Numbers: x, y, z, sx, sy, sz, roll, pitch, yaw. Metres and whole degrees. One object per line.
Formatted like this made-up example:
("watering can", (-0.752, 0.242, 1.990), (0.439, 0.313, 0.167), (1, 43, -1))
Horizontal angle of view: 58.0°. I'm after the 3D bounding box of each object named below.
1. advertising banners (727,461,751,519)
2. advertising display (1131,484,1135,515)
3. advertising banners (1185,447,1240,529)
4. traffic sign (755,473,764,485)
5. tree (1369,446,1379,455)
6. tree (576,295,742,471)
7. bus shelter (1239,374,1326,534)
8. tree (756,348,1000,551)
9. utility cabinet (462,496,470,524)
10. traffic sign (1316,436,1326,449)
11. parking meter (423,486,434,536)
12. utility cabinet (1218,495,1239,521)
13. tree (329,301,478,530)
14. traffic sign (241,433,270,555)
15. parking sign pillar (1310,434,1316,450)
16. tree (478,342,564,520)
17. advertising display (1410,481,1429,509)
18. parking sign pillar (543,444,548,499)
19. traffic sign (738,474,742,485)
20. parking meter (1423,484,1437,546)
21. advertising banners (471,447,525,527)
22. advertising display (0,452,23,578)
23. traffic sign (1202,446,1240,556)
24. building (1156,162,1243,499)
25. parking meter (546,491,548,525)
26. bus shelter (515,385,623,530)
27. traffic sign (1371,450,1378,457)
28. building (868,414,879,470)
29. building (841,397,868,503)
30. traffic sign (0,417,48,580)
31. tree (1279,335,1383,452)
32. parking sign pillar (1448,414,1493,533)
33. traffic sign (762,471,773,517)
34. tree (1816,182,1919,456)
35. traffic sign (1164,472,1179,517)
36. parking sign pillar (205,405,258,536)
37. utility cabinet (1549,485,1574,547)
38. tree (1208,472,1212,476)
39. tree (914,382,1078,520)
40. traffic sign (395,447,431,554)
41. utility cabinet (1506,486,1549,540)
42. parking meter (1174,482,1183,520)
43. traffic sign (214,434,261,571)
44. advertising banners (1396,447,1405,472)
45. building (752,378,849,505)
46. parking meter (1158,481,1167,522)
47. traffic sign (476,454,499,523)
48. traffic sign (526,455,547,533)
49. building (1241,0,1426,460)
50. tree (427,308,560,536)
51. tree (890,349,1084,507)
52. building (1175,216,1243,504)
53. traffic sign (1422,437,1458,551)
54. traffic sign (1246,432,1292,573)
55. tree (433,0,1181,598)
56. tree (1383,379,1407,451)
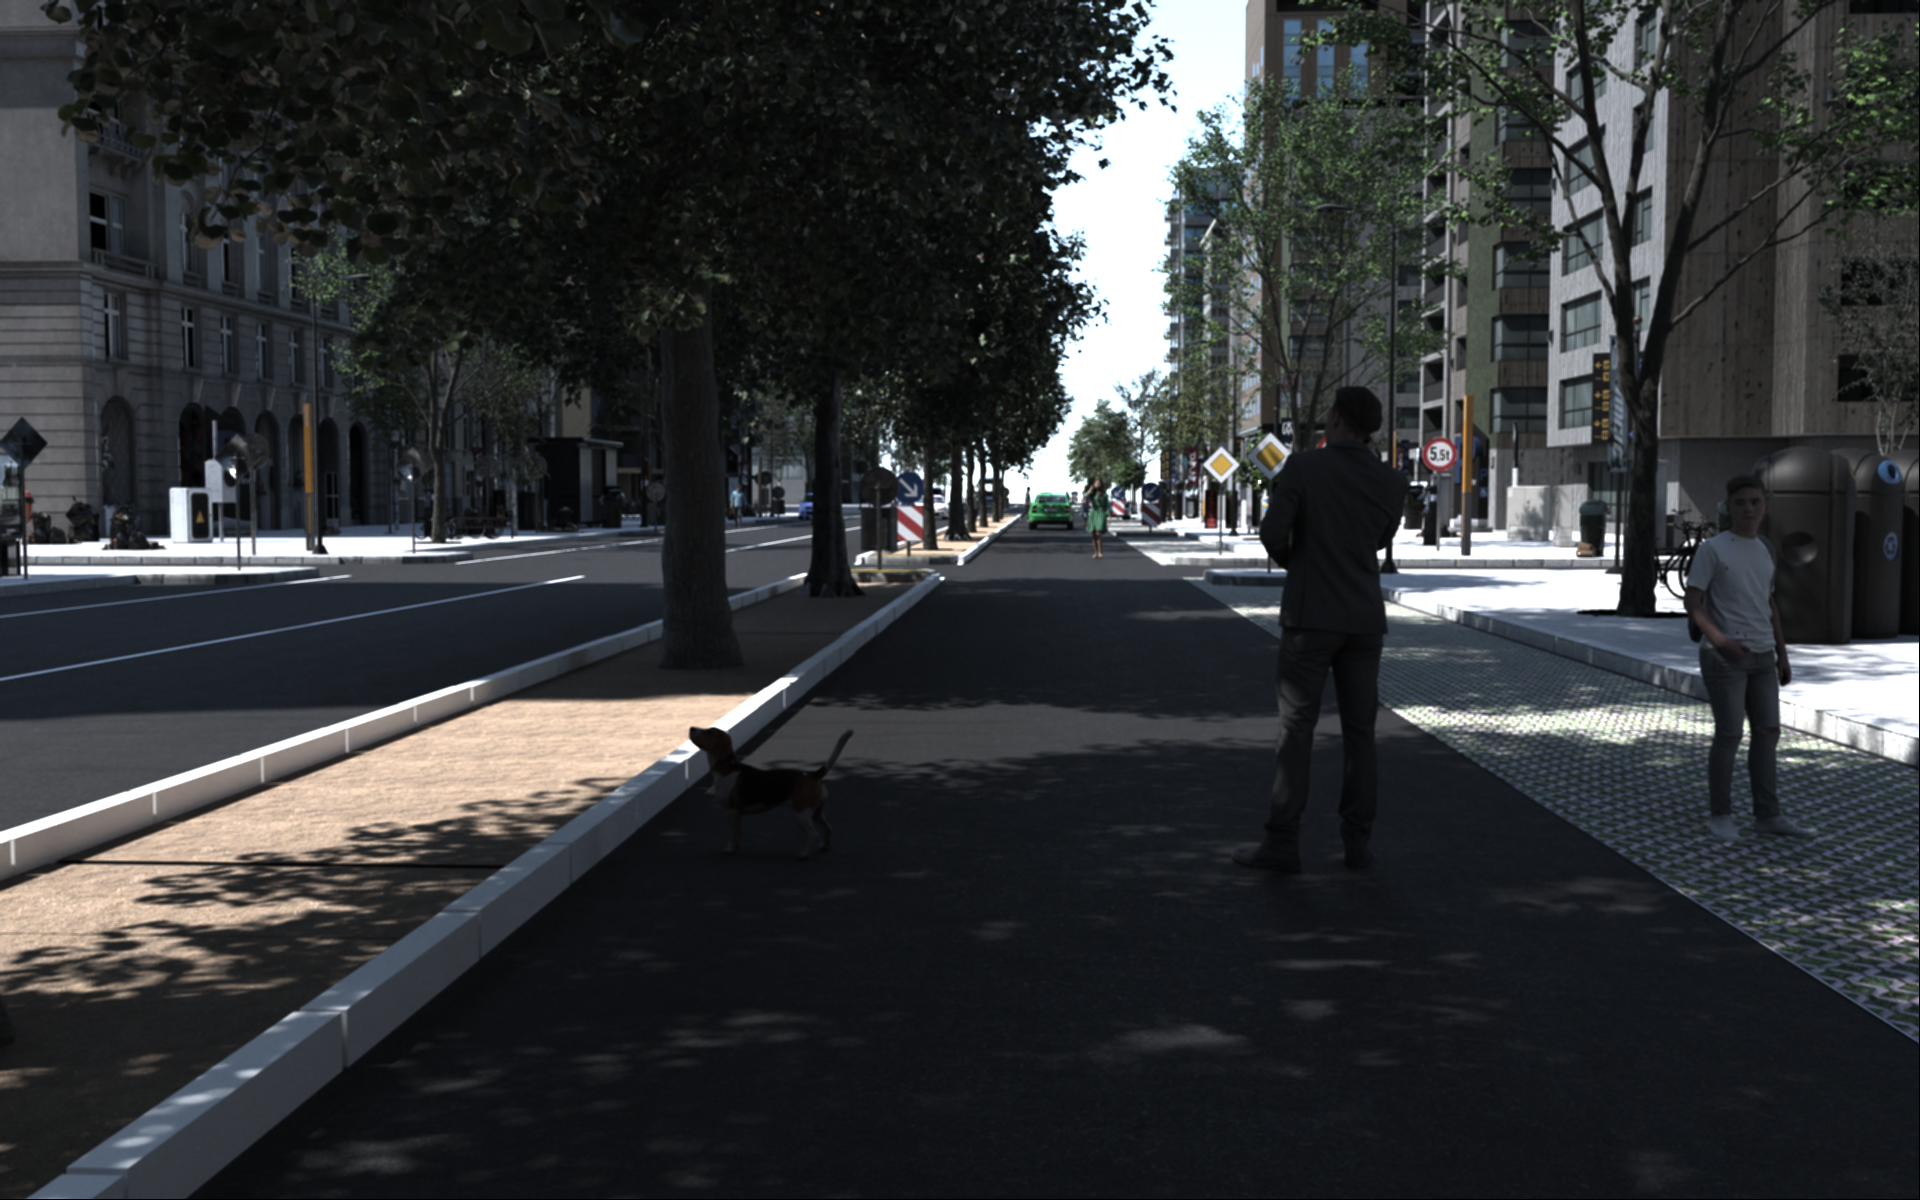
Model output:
("advertising banners", (-11.951, -5.760, 90.370), (2.074, 3.025, 0.090), (0, 4, -7))
("advertising display", (10.669, -6.230, 107.069), (0.123, 1.923, 0.974), (0, 4, -1))
("advertising banners", (9.337, -4.153, 64.094), (2.074, 3.025, 0.090), (0, 4, -1))
("traffic sign", (-11.646, -6.187, 101.257), (0.768, 2.556, 0.104), (1, 4, 12))
("tree", (14.670, -4.184, 63.002), (1.663, 3.219, 1.824), (0, 3, 0))
("tree", (-12.822, -8.610, 75.184), (7.601, 10.594, 8.767), (2, 4, 34))
("bus shelter", (10.224, -4.768, 55.594), (2.179, 5.291, 8.768), (0, 4, 3))
("tree", (-0.864, -7.064, 43.704), (9.928, 11.665, 9.643), (0, 3, 0))
("utility cabinet", (-20.992, -3.816, 73.549), (0.306, 1.237, 1.020), (-1, 4, -14))
("traffic sign", (7.848, -2.217, 36.353), (0.768, 2.556, 0.104), (1, 4, 9))
("parking meter", (-16.083, -2.702, 52.581), (0.372, 1.533, 0.369), (0, 3, 0))
("utility cabinet", (13.010, -4.454, 83.983), (1.020, 1.237, 0.306), (1, 4, 22))
("tree", (-19.914, -6.762, 60.922), (4.737, 8.622, 4.395), (0, 3, 0))
("traffic sign", (-14.785, -2.207, 36.195), (0.768, 2.556, 0.104), (1, 4, 10))
("parking sign pillar", (15.349, -5.465, 77.832), (1.447, 3.967, 1.447), (1, 4, 21))
("tree", (-20.518, -7.867, 78.994), (4.737, 8.622, 4.395), (0, 3, 0))
("advertising display", (22.072, -4.771, 83.226), (0.974, 1.923, 0.123), (3, 5, 43))
("parking sign pillar", (-21.204, -6.259, 90.813), (1.447, 3.967, 1.447), (3, 4, 38))
("traffic sign", (-11.575, -5.344, 89.508), (0.606, 2.300, 0.079), (0, 4, 8))
("parking meter", (11.770, -2.130, 43.234), (0.372, 1.533, 0.369), (0, 3, 0))
("advertising banners", (-17.321, -4.220, 65.190), (2.074, 3.025, 0.090), (-2, 4, -26))
("advertising display", (-14.849, -1.332, 26.985), (0.123, 1.923, 0.974), (-1, 4, -10))
("traffic sign", (5.421, -1.979, 36.002), (0.795, 2.450, 0.064), (0, 4, 3))
("building", (41.224, -38.764, 253.395), (23.786, 49.044, 30.456), (0, 4, 3))
("parking meter", (-16.993, -3.887, 71.966), (0.372, 1.533, 0.369), (0, 3, 0))
("bus shelter", (-14.820, -5.358, 65.238), (2.179, 5.291, 8.768), (0, 4, 3))
("traffic sign", (11.415, -2.981, 48.844), (0.768, 2.556, 0.104), (1, 4, 12))
("building", (-19.944, -30.101, 263.850), (14.160, 30.474, 14.107), (0, 4, 3))
("building", (-24.844, -38.012, 245.201), (21.300, 48.544, 21.600), (0, 4, 3))
("traffic sign", (-14.028, -1.514, 25.946), (0.795, 2.450, 0.064), (0, 4, 7))
("tree", (16.919, -7.991, 81.019), (4.360, 8.622, 3.978), (0, 3, 0))
("parking sign pillar", (17.077, -4.243, 57.839), (1.447, 3.967, 1.447), (-1, 4, -22))
("traffic sign", (-10.677, -5.815, 95.186), (0.768, 2.556, 0.104), (1, 4, 12))
("tree", (22.565, -5.574, 41.489), (4.360, 8.622, 3.978), (0, 3, 0))
("traffic sign", (11.152, -5.586, 91.435), (0.768, 2.556, 0.104), (1, 4, 9))
("parking sign pillar", (-22.376, -3.955, 53.137), (1.447, 3.967, 1.447), (3, 5, 44))
("utility cabinet", (14.530, -2.025, 41.786), (0.318, 1.500, 1.173), (1, 4, 11))
("tree", (15.512, -6.904, 107.484), (1.663, 3.219, 1.824), (0, 3, 0))
("tree", (2.215, -9.697, 95.409), (8.767, 10.594, 7.601), (0, 4, 3))
("traffic sign", (-11.649, -2.034, 36.898), (0.795, 2.450, 0.064), (0, 4, 3))
("utility cabinet", (15.614, -2.382, 47.620), (0.318, 1.500, 1.173), (-3, 4, -37))
("parking meter", (10.707, -4.844, 84.918), (0.399, 1.863, 0.255), (-2, 4, -32))
("traffic sign", (-12.060, -1.546, 28.924), (0.795, 2.450, 0.064), (0, 4, 3))
("advertising banners", (15.952, -4.186, 64.634), (2.074, 3.025, 0.090), (-3, 4, -38))
("building", (-29.151, -38.619, 220.662), (28.713, 52.752, 27.495), (0, 4, 3))
("parking meter", (9.148, -4.440, 78.312), (0.255, 1.863, 0.399), (2, 4, 32))
("traffic sign", (-15.203, -3.399, 55.680), (0.768, 2.556, 0.104), (1, 4, 9))
("traffic sign", (-13.918, -3.473, 56.886), (0.768, 2.556, 0.104), (1, 4, 12))
("building", (31.167, -30.178, 143.521), (14.600, 45.320, 14.200), (0, 4, 3))
("tree", (-13.709, -6.251, 52.561), (4.360, 8.622, 3.978), (0, 3, 0))
("tree", (2.322, -11.785, 105.512), (12.009, 13.543, 11.850), (0, 3, 0))
("building", (44.618, -32.685, 226.281), (32.217, 40.220, 23.993), (0, 4, 3))
("traffic sign", (10.701, -2.360, 38.688), (0.768, 2.556, 0.104), (1, 4, 11))
("traffic sign", (5.011, -1.491, 28.028), (0.795, 2.450, 0.064), (0, 4, 3))
("tree", (-1.836, -6.381, 23.797), (9.611, 12.733, 9.660), (0, 3, 0))
("tree", (25.095, -9.559, 106.657), (4.360, 8.622, 3.978), (0, 3, 0))
